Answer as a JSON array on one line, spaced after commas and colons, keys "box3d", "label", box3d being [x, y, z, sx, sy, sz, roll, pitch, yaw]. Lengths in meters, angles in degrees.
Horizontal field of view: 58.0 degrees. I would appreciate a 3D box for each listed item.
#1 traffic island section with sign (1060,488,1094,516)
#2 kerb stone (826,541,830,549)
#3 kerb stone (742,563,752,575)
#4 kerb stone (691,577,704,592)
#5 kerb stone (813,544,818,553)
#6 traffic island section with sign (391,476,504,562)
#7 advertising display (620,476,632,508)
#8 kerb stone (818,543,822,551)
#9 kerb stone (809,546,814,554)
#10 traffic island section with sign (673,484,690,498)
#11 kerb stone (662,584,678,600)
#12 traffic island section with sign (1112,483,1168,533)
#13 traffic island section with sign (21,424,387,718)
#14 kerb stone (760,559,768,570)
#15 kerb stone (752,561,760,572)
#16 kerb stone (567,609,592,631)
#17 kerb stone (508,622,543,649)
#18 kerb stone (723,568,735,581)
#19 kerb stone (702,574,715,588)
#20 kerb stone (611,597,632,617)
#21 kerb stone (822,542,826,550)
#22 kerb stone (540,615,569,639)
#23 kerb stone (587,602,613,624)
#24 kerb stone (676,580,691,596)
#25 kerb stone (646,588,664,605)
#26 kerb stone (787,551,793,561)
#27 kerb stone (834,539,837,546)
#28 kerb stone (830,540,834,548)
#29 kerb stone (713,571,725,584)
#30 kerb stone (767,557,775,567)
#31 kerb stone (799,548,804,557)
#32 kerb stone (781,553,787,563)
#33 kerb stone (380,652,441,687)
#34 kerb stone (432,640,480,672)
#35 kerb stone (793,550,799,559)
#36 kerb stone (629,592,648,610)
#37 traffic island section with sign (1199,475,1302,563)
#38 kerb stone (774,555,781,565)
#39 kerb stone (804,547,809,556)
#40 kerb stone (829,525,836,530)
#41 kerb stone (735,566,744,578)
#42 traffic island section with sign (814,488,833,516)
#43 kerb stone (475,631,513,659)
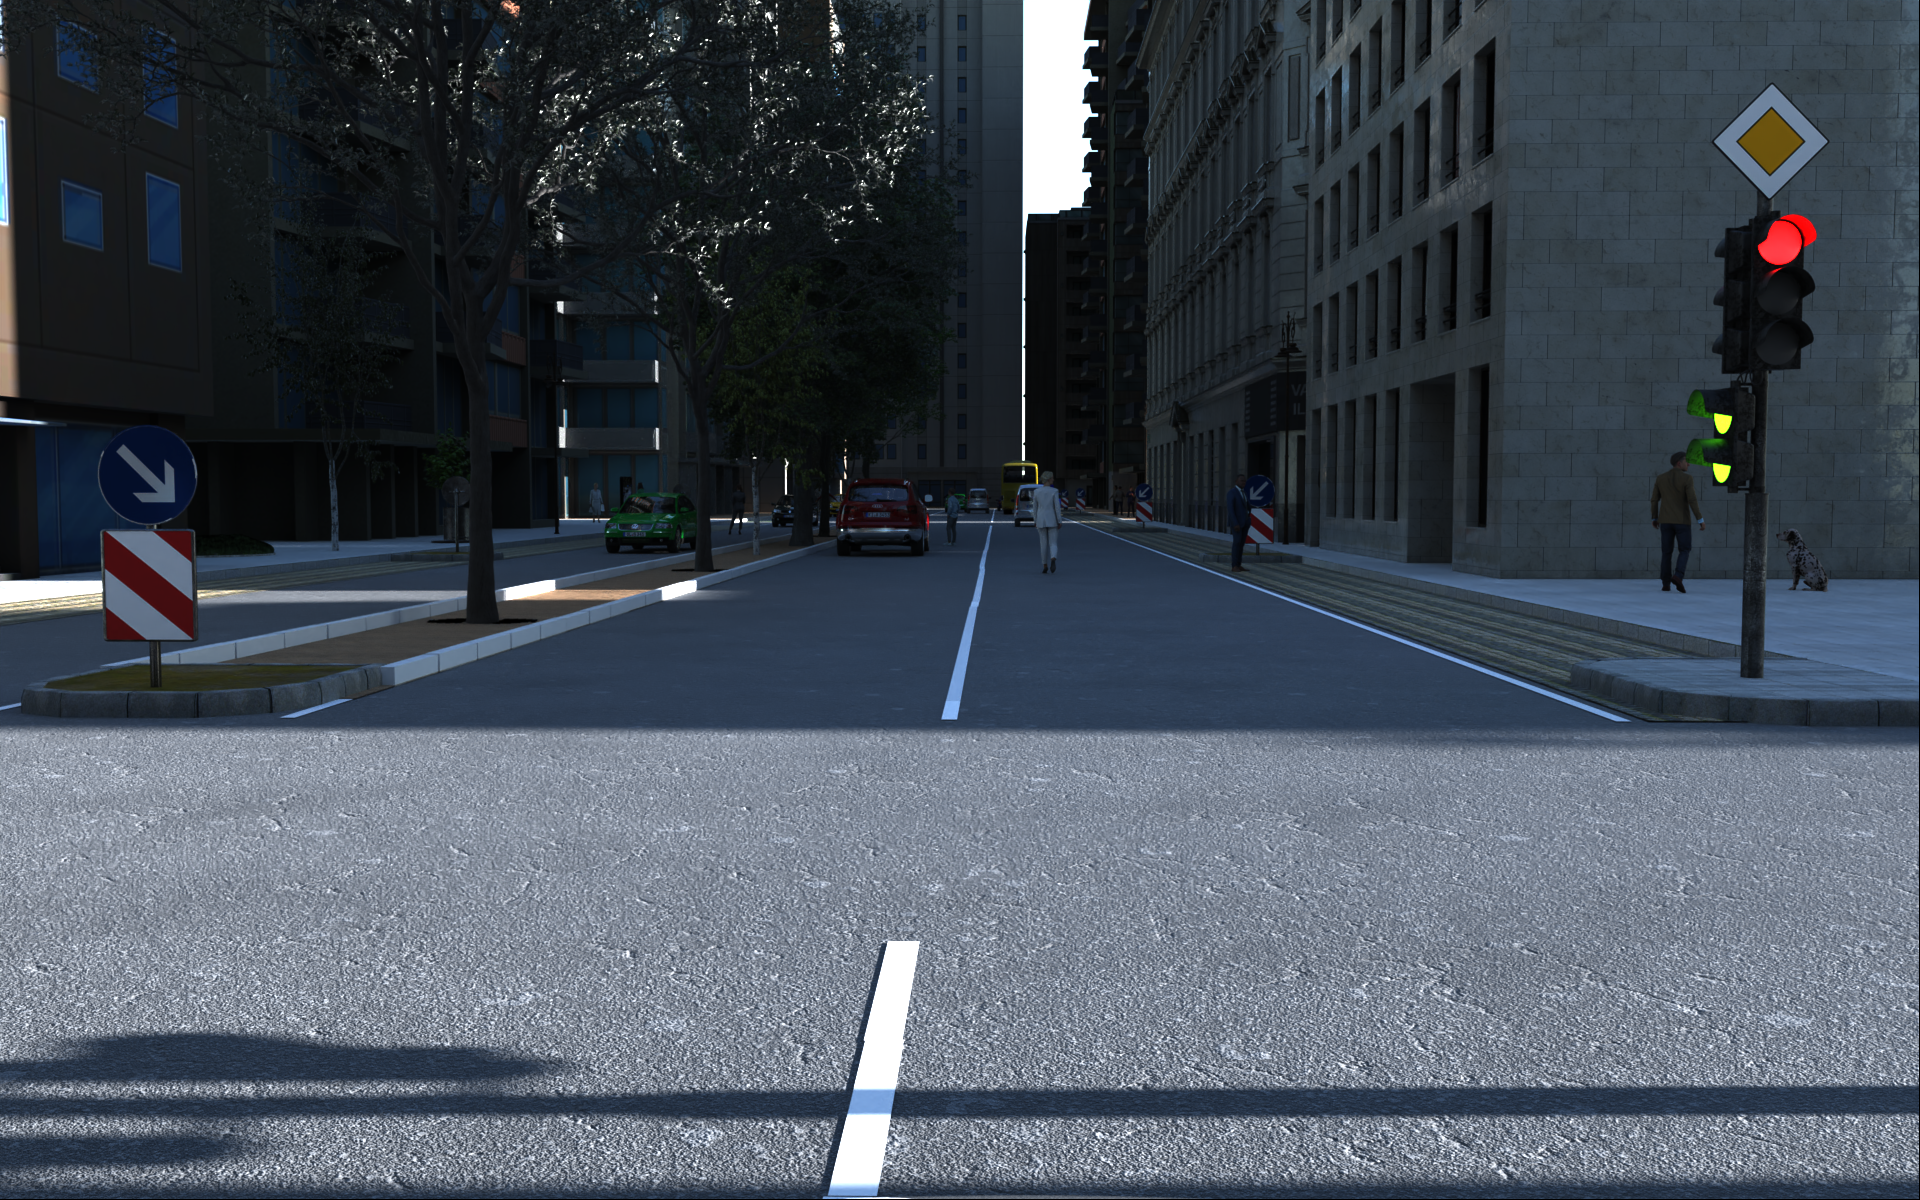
[{"box3d": [7.814, -6.469, 114.393, 1.989, 1.847, 2.006, 0, 4, 1], "label": "traffic island section with sign"}, {"box3d": [-3.556, -1.408, 45.211, 0.120, 0.150, 1.000, 0, 4, 1], "label": "kerb stone"}, {"box3d": [-3.872, -0.525, 30.833, 0.120, 0.150, 1.000, 0, 4, 1], "label": "kerb stone"}, {"box3d": [-3.985, -0.208, 25.697, 0.120, 0.150, 1.000, 0, 4, 1], "label": "kerb stone"}, {"box3d": [-3.618, -1.219, 42.134, 0.120, 0.150, 1.000, 0, 4, 1], "label": "kerb stone"}, {"box3d": [-10.996, -1.762, 37.429, 1.989, 1.847, 2.006, 0, 4, 1], "label": "traffic island section with sign"}, {"box3d": [-12.256, -3.570, 63.589, 0.123, 1.923, 0.974, 1, 4, 9], "label": "advertising display"}, {"box3d": [-3.609, -1.281, 43.156, 0.120, 0.150, 1.000, 0, 4, 1], "label": "kerb stone"}, {"box3d": [-3.648, -1.154, 41.102, 0.120, 0.150, 1.000, 0, 4, 1], "label": "kerb stone"}, {"box3d": [-10.405, -3.422, 64.578, 1.989, 1.847, 2.006, 0, 4, 1], "label": "traffic island section with sign"}, {"box3d": [-4.037, -0.088, 23.642, 0.120, 0.150, 1.000, 0, 4, 1], "label": "kerb stone"}, {"box3d": [6.739, -3.450, 65.031, 1.989, 1.847, 2.006, 0, 4, 1], "label": "traffic island section with sign"}, {"box3d": [-5.319, -0.238, 12.025, 2.006, 1.907, 1.989, 0, 4, 1], "label": "traffic island section with sign"}, {"box3d": [-3.829, -0.654, 32.895, 0.120, 0.150, 1.000, 0, 4, 1], "label": "kerb stone"}, {"box3d": [-3.850, -0.592, 31.873, 0.120, 0.150, 1.000, 0, 4, 1], "label": "kerb stone"}, {"box3d": [-4.144, 0.231, 18.523, 0.120, 0.150, 1.000, 0, 4, 1], "label": "kerb stone"}, {"box3d": [-4.185, 0.350, 16.474, 0.120, 0.150, 1.000, 0, 4, 1], "label": "kerb stone"}, {"box3d": [-3.921, -0.402, 28.775, 0.120, 0.150, 1.000, 0, 4, 1], "label": "kerb stone"}, {"box3d": [-3.965, -0.277, 26.721, 0.120, 0.150, 1.000, 0, 4, 1], "label": "kerb stone"}, {"box3d": [-4.094, 0.100, 20.568, 0.120, 0.150, 1.000, 0, 4, 1], "label": "kerb stone"}, {"box3d": [-3.585, -1.345, 44.189, 0.120, 0.150, 1.000, 0, 4, 1], "label": "kerb stone"}, {"box3d": [-4.161, 0.287, 17.496, 0.120, 0.150, 1.000, 0, 4, 1], "label": "kerb stone"}, {"box3d": [-4.117, 0.162, 19.544, 0.120, 0.150, 1.000, 0, 4, 1], "label": "kerb stone"}, {"box3d": [-4.014, -0.152, 24.674, 0.120, 0.150, 1.000, 0, 4, 1], "label": "kerb stone"}, {"box3d": [-4.059, -0.026, 22.619, 0.120, 0.150, 1.000, 0, 4, 1], "label": "kerb stone"}, {"box3d": [-3.740, -0.905, 36.997, 0.120, 0.150, 1.000, 0, 4, 1], "label": "kerb stone"}, {"box3d": [-3.516, -1.530, 47.255, 0.120, 0.150, 1.000, 0, 4, 1], "label": "kerb stone"}, {"box3d": [-3.533, -1.467, 46.233, 0.120, 0.150, 1.000, 0, 4, 1], "label": "kerb stone"}, {"box3d": [-3.943, -0.338, 27.743, 0.120, 0.150, 1.000, 0, 4, 1], "label": "kerb stone"}, {"box3d": [-3.803, -0.712, 33.927, 0.120, 0.150, 1.000, 0, 4, 1], "label": "kerb stone"}, {"box3d": [-3.697, -1.030, 39.044, 0.120, 0.150, 1.000, 0, 4, 1], "label": "kerb stone"}, {"box3d": [-3.767, -0.841, 35.975, 0.120, 0.150, 1.000, 0, 4, 1], "label": "kerb stone"}, {"box3d": [-4.256, 0.542, 13.389, 0.120, 0.150, 1.000, 0, 4, 1], "label": "kerb stone"}, {"box3d": [-4.231, 0.475, 14.422, 0.120, 0.150, 1.000, 0, 4, 1], "label": "kerb stone"}, {"box3d": [-3.717, -0.967, 38.019, 0.120, 0.150, 1.000, 0, 4, 1], "label": "kerb stone"}, {"box3d": [-4.084, 0.037, 21.591, 0.120, 0.150, 1.000, 0, 4, 1], "label": "kerb stone"}, {"box3d": [6.111, -1.718, 36.720, 1.989, 1.847, 2.006, 0, 4, 1], "label": "traffic island section with sign"}, {"box3d": [-3.779, -0.777, 34.953, 0.120, 0.150, 1.000, 0, 4, 1], "label": "kerb stone"}, {"box3d": [-3.670, -1.092, 40.071, 0.120, 0.150, 1.000, 0, 4, 1], "label": "kerb stone"}, {"box3d": [-5.117, -2.912, 69.810, 0.120, 0.150, 1.000, 0, 4, 1], "label": "kerb stone"}, {"box3d": [-3.894, -0.457, 29.805, 0.120, 0.150, 1.000, 0, 4, 1], "label": "kerb stone"}, {"box3d": [-9.303, -6.496, 114.844, 1.989, 1.847, 2.006, 0, 4, 1], "label": "traffic island section with sign"}, {"box3d": [-4.210, 0.412, 15.452, 0.120, 0.150, 1.000, 0, 4, 1], "label": "kerb stone"}]
